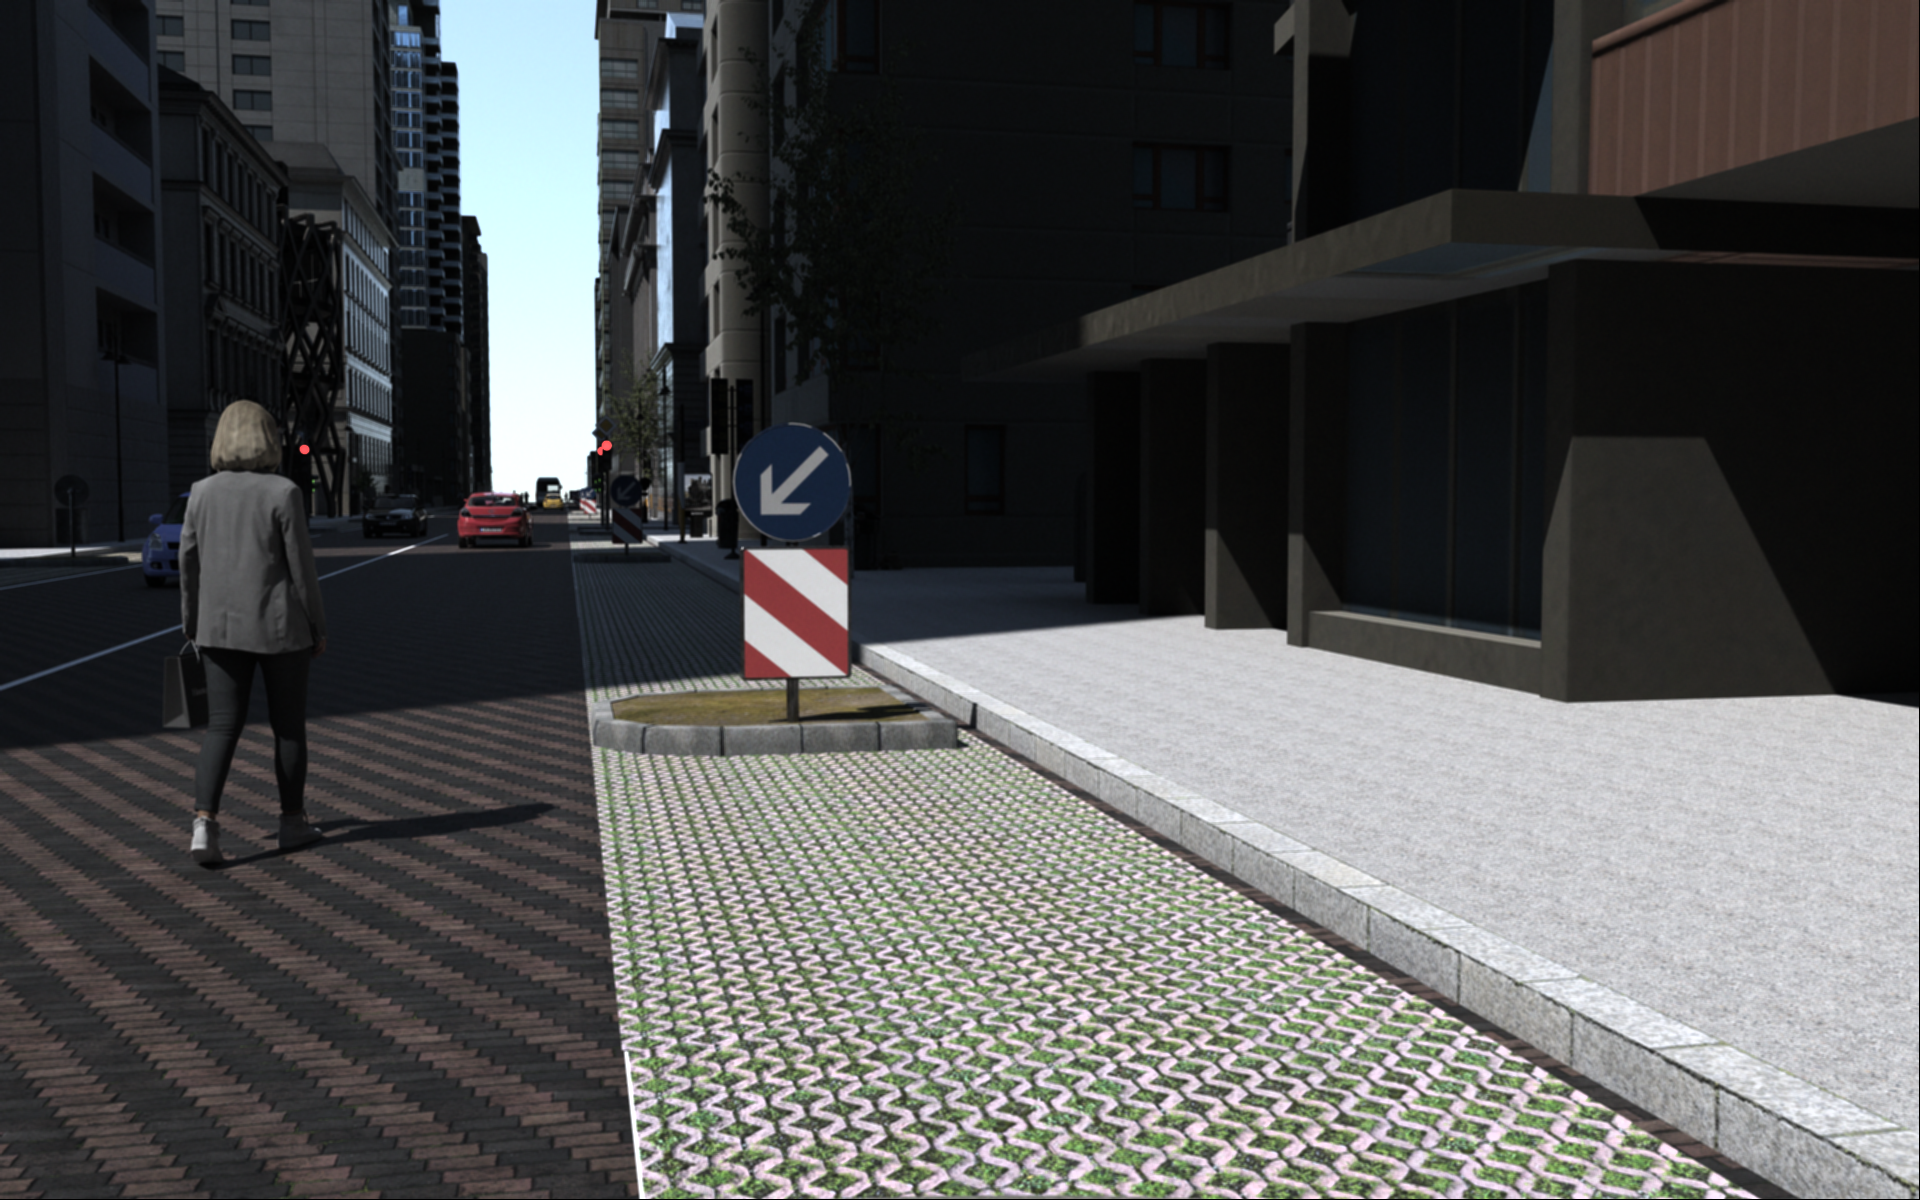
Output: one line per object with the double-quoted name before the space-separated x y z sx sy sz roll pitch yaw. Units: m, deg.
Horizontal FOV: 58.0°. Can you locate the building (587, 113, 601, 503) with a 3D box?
"building" -50.014 -59.397 283.818 22.319 86.520 31.000 -1 4 -13

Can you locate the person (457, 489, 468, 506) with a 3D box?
"person" -41.351 -8.271 143.806 0.705 1.814 1.350 2 4 25

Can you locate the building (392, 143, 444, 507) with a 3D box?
"building" -67.696 -29.126 168.093 32.217 40.220 23.993 -1 4 -13

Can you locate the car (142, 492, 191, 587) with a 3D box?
"car" -11.994 -1.130 28.075 1.945 1.707 3.694 -1 4 -11

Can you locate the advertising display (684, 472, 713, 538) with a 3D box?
"advertising display" -7.756 -2.795 50.905 0.974 1.923 0.123 -1 4 -23

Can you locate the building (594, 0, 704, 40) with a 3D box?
"building" -21.923 -35.879 175.864 28.713 52.752 27.495 -1 4 -13

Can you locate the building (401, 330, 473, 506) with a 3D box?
"building" -70.293 -21.443 195.638 27.650 21.520 28.899 -1 4 -13

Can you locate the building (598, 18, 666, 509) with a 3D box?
"building" -24.813 -28.788 154.279 14.154 41.232 14.086 -1 4 -13

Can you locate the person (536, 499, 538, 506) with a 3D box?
"person" -51.584 -12.407 211.296 0.705 1.831 1.348 -2 4 -27

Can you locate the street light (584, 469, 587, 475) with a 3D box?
"street light" -57.382 -18.040 267.747 0.468 5.910 1.993 -1 4 -13

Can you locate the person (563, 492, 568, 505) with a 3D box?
"person" -52.775 -13.622 231.672 0.568 1.767 0.683 0 4 -5

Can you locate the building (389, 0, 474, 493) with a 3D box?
"building" -76.903 -56.188 231.348 22.319 86.520 31.000 -1 4 -13

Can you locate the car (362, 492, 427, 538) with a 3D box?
"car" -18.898 -2.948 57.985 2.009 1.686 4.222 -1 4 -11

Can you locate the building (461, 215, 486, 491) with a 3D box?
"building" -83.770 -37.145 261.942 22.147 44.769 28.867 -1 4 -13

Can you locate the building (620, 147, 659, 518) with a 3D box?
"building" -13.037 -15.987 103.191 13.314 21.916 24.055 -1 4 -13

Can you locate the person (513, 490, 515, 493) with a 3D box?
"person" -46.165 -10.461 179.469 1.348 1.831 0.705 0 4 -3

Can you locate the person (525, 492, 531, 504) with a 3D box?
"person" -64.486 -15.262 258.026 0.705 1.826 1.348 2 4 24

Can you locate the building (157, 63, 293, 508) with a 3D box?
"building" -35.100 -12.752 73.119 10.561 19.102 19.286 -1 4 -13

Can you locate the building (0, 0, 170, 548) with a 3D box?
"building" -37.167 -30.735 44.517 28.212 58.520 21.231 -1 4 -13

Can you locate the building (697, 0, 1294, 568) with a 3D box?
"building" 8.038 -12.304 46.204 27.650 21.520 28.899 -1 4 -13

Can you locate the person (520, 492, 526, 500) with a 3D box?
"person" -63.703 -14.843 251.904 1.217 1.735 0.721 0 4 -6

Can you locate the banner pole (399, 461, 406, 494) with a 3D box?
"banner pole" -41.540 -8.517 129.267 0.401 3.779 0.863 1 4 23

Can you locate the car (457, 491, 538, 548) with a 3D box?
"car" -12.695 -2.348 47.438 2.155 1.783 4.494 -1 4 -11

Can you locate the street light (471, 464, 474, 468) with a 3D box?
"street light" -62.570 -15.245 222.040 0.468 5.910 1.993 -1 4 -13

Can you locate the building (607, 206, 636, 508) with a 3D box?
"building" -18.699 -18.988 129.517 14.314 24.678 30.058 -1 4 -13

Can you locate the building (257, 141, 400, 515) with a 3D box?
"building" -48.195 -17.487 119.203 16.112 22.955 30.059 -1 4 -13

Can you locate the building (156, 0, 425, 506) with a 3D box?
"building" -56.911 -43.309 146.356 20.563 71.187 20.611 -1 4 -13

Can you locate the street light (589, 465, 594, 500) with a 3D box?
"street light" -45.860 -14.924 216.801 0.468 5.910 1.993 -1 4 -13

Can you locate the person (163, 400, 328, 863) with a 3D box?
"person" -2.882 0.112 6.857 0.709 1.800 0.728 0 4 8

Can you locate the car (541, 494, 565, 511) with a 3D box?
"car" -35.437 -8.603 150.879 2.015 1.641 3.980 -1 4 -14

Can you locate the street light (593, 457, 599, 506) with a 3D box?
"street light" -38.983 -13.091 186.831 0.468 5.910 1.993 -1 4 -13

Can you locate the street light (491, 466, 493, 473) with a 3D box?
"street light" -76.088 -18.887 281.583 0.468 5.910 1.993 -1 4 -13

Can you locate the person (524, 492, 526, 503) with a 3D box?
"person" -67.057 -15.810 267.128 0.705 1.807 1.348 -2 4 -32

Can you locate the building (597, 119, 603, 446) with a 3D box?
"building" -31.056 -35.735 203.867 23.786 49.044 30.456 -1 4 -13

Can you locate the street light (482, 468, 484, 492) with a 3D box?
"street light" -69.319 -17.068 251.854 0.468 5.910 1.993 -1 4 -13

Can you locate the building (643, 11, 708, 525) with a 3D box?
"building" 3.575 -15.902 79.077 34.723 24.649 14.460 -1 4 -13

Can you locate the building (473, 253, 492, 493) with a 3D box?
"building" -84.679 -36.728 284.091 14.154 41.232 14.086 -1 4 -13

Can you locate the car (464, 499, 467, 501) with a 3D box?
"car" -30.711 -6.245 111.142 2.155 1.783 4.494 -1 4 -13

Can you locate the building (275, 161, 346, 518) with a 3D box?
"building" -41.479 -13.671 90.967 16.820 18.784 16.811 -1 4 -13

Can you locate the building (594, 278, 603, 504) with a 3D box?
"building" -41.806 -28.188 232.574 14.160 30.474 14.107 -1 4 -13

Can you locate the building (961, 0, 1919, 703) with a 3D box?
"building" 13.649 -21.675 9.014 22.147 44.769 28.867 -1 4 -13
